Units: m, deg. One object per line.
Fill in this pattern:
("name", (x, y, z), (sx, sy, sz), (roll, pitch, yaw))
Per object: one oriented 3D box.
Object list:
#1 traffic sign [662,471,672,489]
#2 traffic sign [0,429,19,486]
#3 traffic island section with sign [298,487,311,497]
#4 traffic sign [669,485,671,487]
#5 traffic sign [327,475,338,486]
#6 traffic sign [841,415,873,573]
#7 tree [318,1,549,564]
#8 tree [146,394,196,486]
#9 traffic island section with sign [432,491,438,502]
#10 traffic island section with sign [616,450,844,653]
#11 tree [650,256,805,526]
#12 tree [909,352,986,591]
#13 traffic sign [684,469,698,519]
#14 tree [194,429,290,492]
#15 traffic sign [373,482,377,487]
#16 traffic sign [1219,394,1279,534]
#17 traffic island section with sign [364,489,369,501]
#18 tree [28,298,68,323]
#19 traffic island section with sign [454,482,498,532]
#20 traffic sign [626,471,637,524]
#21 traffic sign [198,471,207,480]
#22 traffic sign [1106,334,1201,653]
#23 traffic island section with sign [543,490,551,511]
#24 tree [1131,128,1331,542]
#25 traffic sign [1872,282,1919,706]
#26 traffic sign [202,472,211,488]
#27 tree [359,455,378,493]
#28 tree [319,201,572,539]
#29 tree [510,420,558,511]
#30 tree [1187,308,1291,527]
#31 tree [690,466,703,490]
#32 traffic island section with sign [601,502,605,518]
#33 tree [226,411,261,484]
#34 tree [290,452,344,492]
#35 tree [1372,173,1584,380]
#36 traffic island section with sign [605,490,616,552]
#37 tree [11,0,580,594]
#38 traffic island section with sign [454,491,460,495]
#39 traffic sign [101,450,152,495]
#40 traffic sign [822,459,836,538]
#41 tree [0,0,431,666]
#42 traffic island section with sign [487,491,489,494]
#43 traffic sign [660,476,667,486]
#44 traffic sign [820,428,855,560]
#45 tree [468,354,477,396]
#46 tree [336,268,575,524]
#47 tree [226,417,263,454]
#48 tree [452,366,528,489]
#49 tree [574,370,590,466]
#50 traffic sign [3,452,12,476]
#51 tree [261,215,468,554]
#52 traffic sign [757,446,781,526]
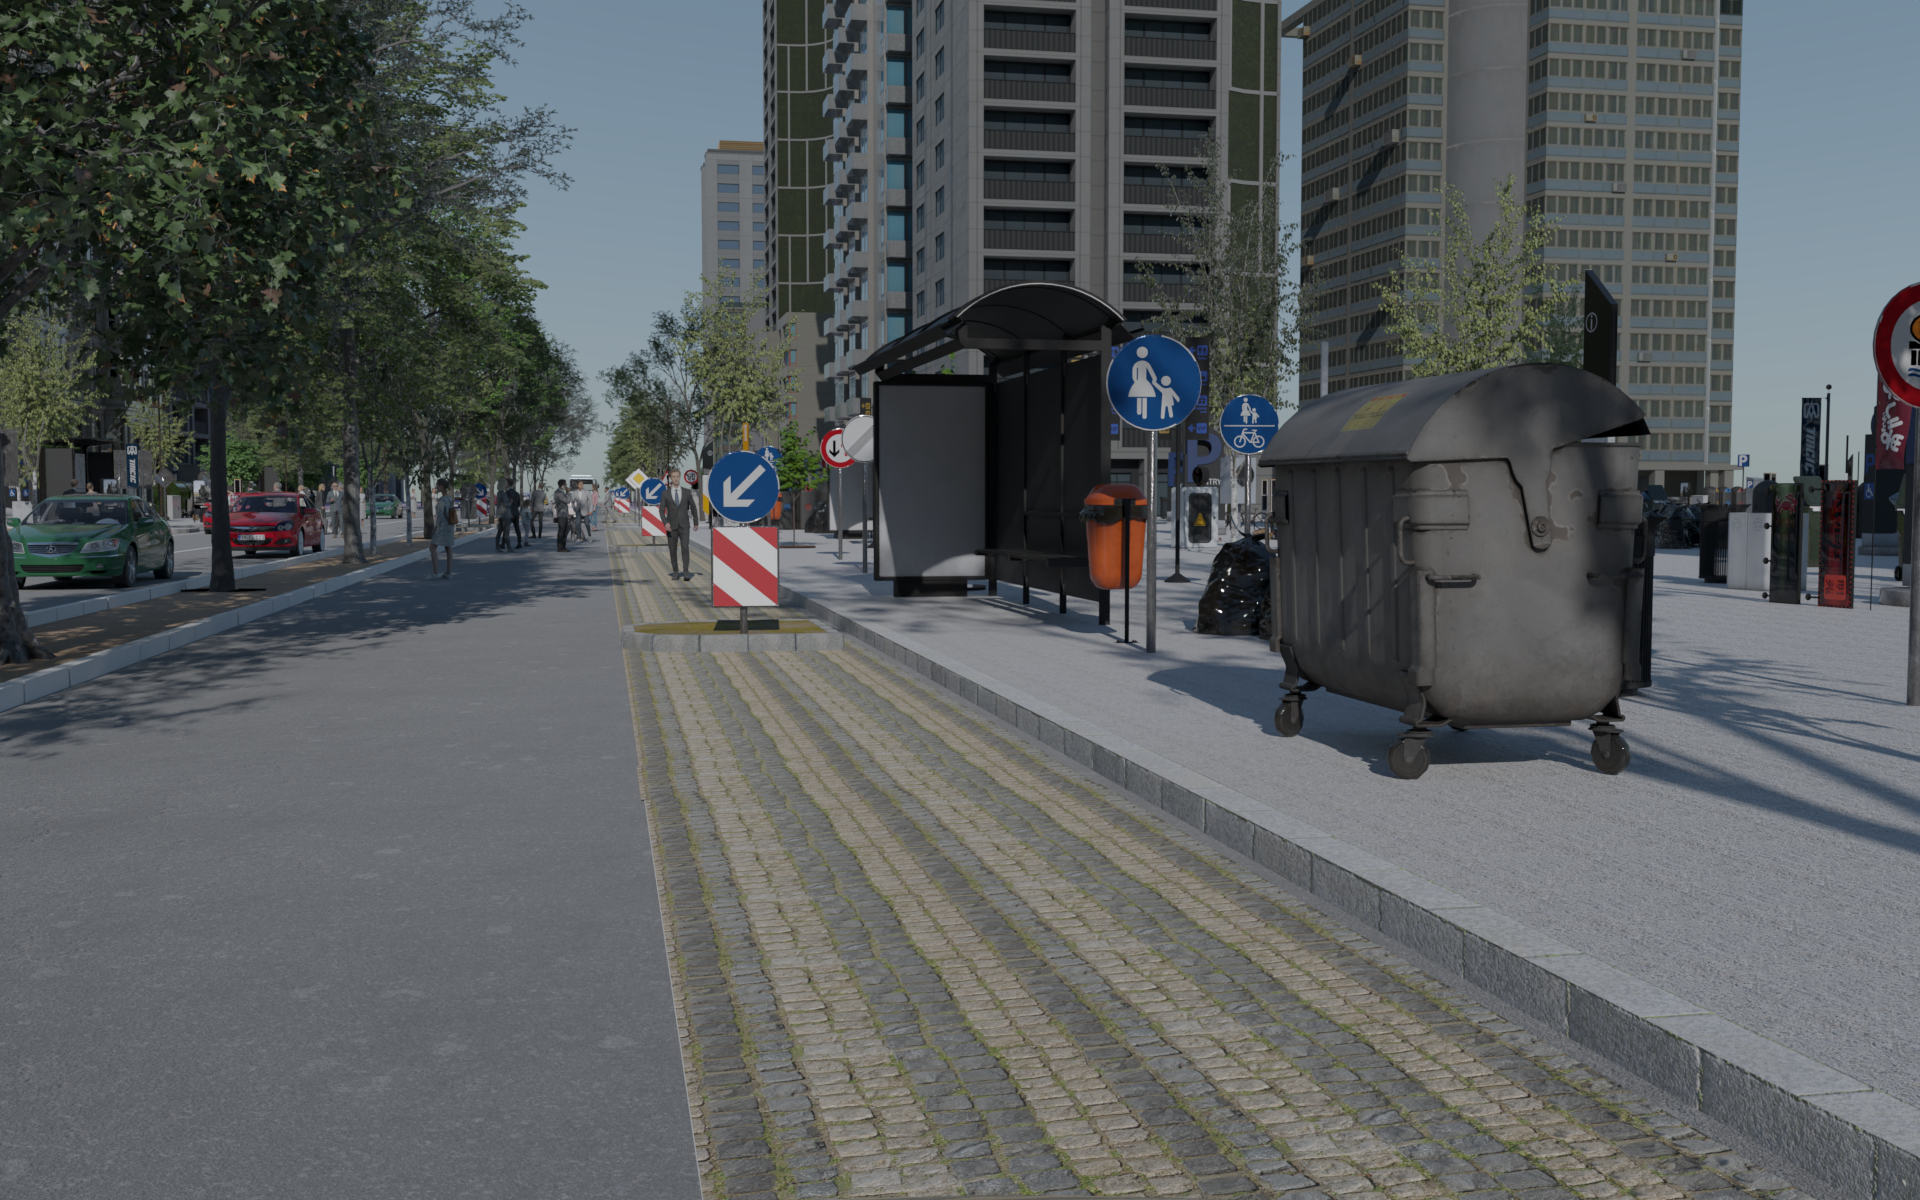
("traffic sign", (-16.448, -5.956, 97.378), (0.884, 2.594, 0.081), (0, 4, -5))
("traffic sign", (-30.609, -3.682, 54.077), (2.265, 3.308, 0.079), (0, 4, -8))
("traffic island section with sign", (-35.745, -5.245, 94.386), (1.989, 1.847, 2.006), (-1, 4, -12))
("traffic sign", (-20.834, -7.665, 125.322), (0.884, 2.594, 0.081), (-1, 4, -11))
("traffic sign", (-42.877, -7.248, 118.513), (0.884, 2.594, 0.081), (0, 4, -3))
("traffic sign", (-1.540, -1.708, 28.031), (0.768, 2.556, 0.104), (0, 4, -6))
("tree", (-12.272, -6.988, 34.835), (7.486, 12.596, 7.792), (0, 3, 0))
("tree", (-50.275, -9.671, 108.483), (4.737, 8.622, 4.395), (0, 3, 0))
("traffic island section with sign", (-51.287, -9.823, 169.226), (1.989, 1.847, 2.006), (-1, 4, -12))
("traffic island section with sign", (-2.229, -0.483, 16.532), (1.989, 1.847, 2.006), (-1, 4, -12))
("tree", (-7.096, -6.380, 54.682), (4.737, 8.622, 4.395), (0, 3, 0))
("tree", (-0.119, -1.743, 23.098), (1.663, 3.219, 1.824), (0, 3, 0))
("traffic sign", (-13.855, -5.458, 89.339), (0.768, 2.556, 0.104), (-1, 4, -9))
("tree", (-36.760, -6.340, 87.373), (4.285, 4.588, 4.351), (0, 3, 0))
("traffic sign", (-48.174, -8.675, 141.945), (0.768, 2.556, 0.104), (-1, 4, -8))
("traffic sign", (3.680, -1.348, 22.144), (0.768, 2.556, 0.104), (0, 4, -3))
("traffic island section with sign", (-41.216, -6.860, 120.782), (1.989, 1.847, 2.006), (-1, 4, -12))
("tree", (-30.824, -6.570, 57.777), (4.737, 8.622, 4.395), (0, 3, 0))
("traffic island section with sign", (-18.935, -3.573, 66.557), (2.006, 1.907, 1.989), (-1, 4, -12))
("traffic sign", (-14.149, -4.388, 75.380), (0.795, 2.450, 0.064), (-1, 4, -12))
("traffic sign", (-41.979, -5.886, 96.341), (0.768, 2.556, 0.104), (-1, 4, -9))
("traffic sign", (1.546, -0.846, 13.938), (0.768, 2.556, 0.104), (0, 4, -3))
("traffic island section with sign", (-35.729, -8.517, 147.383), (2.006, 1.907, 1.989), (-1, 4, -12))
("tree", (5.546, -5.171, 34.905), (4.360, 8.622, 3.978), (0, 3, 0))
("traffic sign", (5.786, -0.631, 10.429), (0.768, 2.556, 0.104), (-1, 4, -10))
("traffic sign", (-31.038, -4.175, 71.905), (0.795, 2.450, 0.064), (-1, 4, -12))
("tree", (-46.473, -9.149, 133.297), (4.285, 4.588, 4.351), (0, 3, 0))
("tree", (-16.976, -7.739, 54.741), (9.928, 11.665, 9.643), (0, 3, 0))
("tree", (-31.055, -10.543, 125.202), (4.360, 8.622, 3.978), (0, 3, 0))
("tree", (10.582, -7.151, 67.275), (4.737, 8.622, 4.395), (0, 3, 0))
("tree", (-16.256, -6.956, 108.336), (1.663, 3.219, 1.824), (0, 3, 0))
("traffic island section with sign", (-18.888, -5.388, 96.724), (1.989, 1.847, 2.006), (-1, 4, -12))
("tree", (-53.985, -11.066, 131.286), (4.360, 8.622, 3.978), (0, 3, 0))
("tree", (-42.476, -7.871, 112.406), (4.285, 4.588, 4.351), (0, 3, 0))
("tree", (11.745, -5.447, 39.425), (4.737, 8.622, 4.395), (0, 3, 0))
("traffic island section with sign", (-7.757, -2.111, 43.142), (1.989, 1.847, 2.006), (-1, 4, -12))
("tree", (-10.849, -6.865, 25.062), (12.009, 13.543, 11.850), (0, 3, 0))
("traffic island section with sign", (-56.899, -11.474, 196.226), (1.989, 1.847, 2.006), (-1, 4, -12))
("traffic sign", (-38.654, -5.290, 80.360), (2.265, 3.308, 0.079), (0, 4, -3))
("traffic sign", (-3.622, -3.060, 50.137), (0.768, 2.556, 0.104), (-1, 4, -10))
("tree", (-8.277, -5.798, 14.268), (9.611, 12.733, 9.660), (0, 3, 0))
("traffic island section with sign", (-67.822, -14.692, 248.844), (1.989, 1.847, 2.006), (-1, 4, -12))
("traffic sign", (-19.173, -6.773, 110.737), (0.884, 2.594, 0.081), (0, 4, -4))
("traffic sign", (-2.332, -2.056, 33.728), (0.768, 2.556, 0.104), (0, 4, -6))
("tree", (-15.261, -5.804, 47.718), (4.360, 8.622, 3.978), (0, 3, 0))
("tree", (-18.825, -7.743, 63.470), (8.767, 10.594, 7.601), (-1, 4, -12))
("tree", (-57.818, -11.606, 140.114), (4.737, 8.622, 4.395), (0, 3, 0))
("tree", (-22.875, -8.036, 84.209), (4.737, 8.622, 4.395), (0, 3, 0))
("tree", (-21.258, -8.638, 78.094), (8.767, 10.594, 7.601), (-1, 4, -12))
("traffic sign", (-28.745, -3.162, 51.808), (0.768, 2.556, 0.104), (0, 4, -4))
("tree", (-13.900, -5.378, 40.758), (4.360, 8.622, 3.978), (0, 3, 0))
("traffic sign", (-5.073, -2.809, 46.040), (0.768, 2.556, 0.104), (0, 4, -5))
